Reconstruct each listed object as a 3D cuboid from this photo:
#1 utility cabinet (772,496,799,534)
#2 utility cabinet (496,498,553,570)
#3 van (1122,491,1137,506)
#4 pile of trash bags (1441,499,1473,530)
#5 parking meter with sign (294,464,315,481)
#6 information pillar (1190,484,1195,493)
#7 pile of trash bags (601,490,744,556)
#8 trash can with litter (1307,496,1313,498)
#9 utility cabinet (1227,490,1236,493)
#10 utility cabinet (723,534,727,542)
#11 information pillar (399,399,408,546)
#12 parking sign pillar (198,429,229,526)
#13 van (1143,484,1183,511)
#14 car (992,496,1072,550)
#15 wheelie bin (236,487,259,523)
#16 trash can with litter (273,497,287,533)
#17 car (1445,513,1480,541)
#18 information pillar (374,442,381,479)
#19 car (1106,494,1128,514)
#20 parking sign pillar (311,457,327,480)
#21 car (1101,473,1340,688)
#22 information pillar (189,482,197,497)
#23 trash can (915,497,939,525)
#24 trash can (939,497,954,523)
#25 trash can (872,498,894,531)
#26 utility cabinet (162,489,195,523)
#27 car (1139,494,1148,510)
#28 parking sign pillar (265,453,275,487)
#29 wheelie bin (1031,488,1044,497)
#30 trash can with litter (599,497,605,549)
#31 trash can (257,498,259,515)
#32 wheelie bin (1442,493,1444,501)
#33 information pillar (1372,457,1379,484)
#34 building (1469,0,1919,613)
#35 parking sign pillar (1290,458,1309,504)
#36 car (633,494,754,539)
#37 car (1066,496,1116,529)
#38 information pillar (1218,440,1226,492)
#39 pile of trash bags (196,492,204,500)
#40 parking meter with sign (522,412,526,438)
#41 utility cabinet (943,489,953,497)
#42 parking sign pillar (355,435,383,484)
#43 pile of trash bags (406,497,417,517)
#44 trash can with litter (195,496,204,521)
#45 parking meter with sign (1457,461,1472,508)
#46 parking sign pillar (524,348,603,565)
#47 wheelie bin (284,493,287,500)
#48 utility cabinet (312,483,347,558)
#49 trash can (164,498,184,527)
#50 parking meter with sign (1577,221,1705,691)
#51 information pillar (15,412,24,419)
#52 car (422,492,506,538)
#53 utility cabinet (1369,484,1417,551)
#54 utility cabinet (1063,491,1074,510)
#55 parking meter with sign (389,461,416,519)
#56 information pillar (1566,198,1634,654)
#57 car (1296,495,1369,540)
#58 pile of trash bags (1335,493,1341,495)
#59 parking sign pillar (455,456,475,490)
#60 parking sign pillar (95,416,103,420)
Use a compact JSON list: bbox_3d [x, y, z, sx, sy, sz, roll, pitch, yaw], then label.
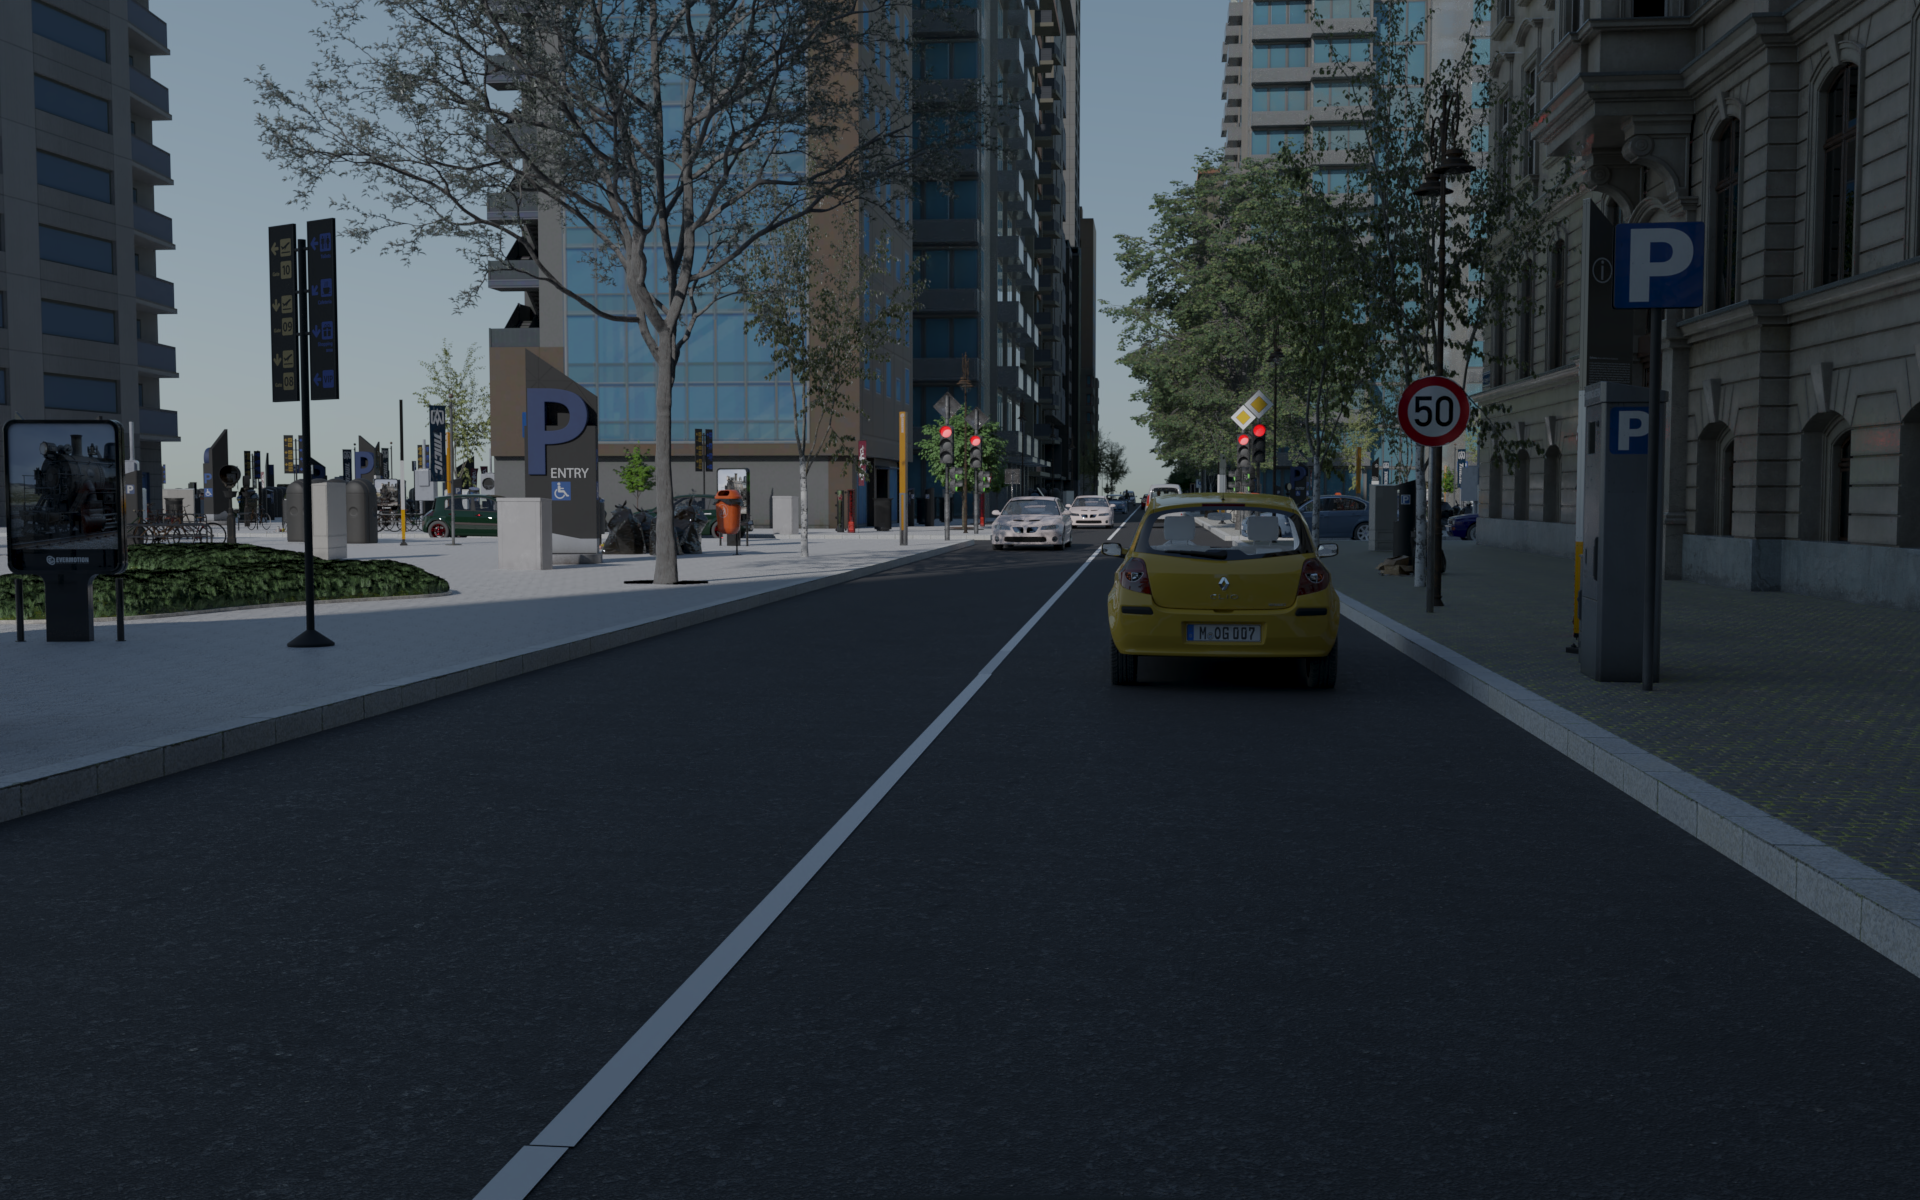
[{"bbox_3d":[-5.595,-2.720,55.637,0.306,1.237,1.020,-3,5,-43],"label":"utility cabinet"},{"bbox_3d":[-7.414,-1.123,29.530,1.020,1.237,0.306,2,4,31],"label":"utility cabinet"},{"bbox_3d":[19.903,-12.079,204.510,2.013,2.044,4.112,0,4,4],"label":"van"},{"bbox_3d":[17.350,-3.181,61.758,1.912,1.369,3.447,-2,4,-34],"label":"pile of trash bags"},{"bbox_3d":[-38.314,-6.407,101.015,1.738,3.016,0.543,3,4,36],"label":"parking meter with sign"},{"bbox_3d":[16.297,-7.144,121.289,0.304,2.012,0.304,1,4,11],"label":"information pillar"},{"bbox_3d":[-5.993,-1.653,36.787,3.447,1.369,1.912,2,4,32],"label":"pile of trash bags"},{"bbox_3d":[17.890,-4.687,88.024,0.624,1.170,1.055,2,4,25],"label":"trash can with litter"},{"bbox_3d":[14.268,-4.898,88.762,1.173,1.500,0.318,2,4,34],"label":"utility cabinet"},{"bbox_3d":[-6.289,-2.184,46.867,0.306,1.237,1.020,0,4,-8],"label":"utility cabinet"},{"bbox_3d":[-13.887,-3.166,43.120,0.183,3.616,0.504,-1,4,-19],"label":"information pillar"},{"bbox_3d":[-30.554,-5.056,71.134,1.447,3.967,1.447,0,4,5],"label":"parking sign pillar"},{"bbox_3d":[8.782,-4.091,73.907,2.013,2.044,4.112,1,4,8],"label":"van"},{"bbox_3d":[1.940,-2.039,45.698,2.083,1.381,4.827,0,4,8],"label":"car"},{"bbox_3d":[-31.827,-4.257,77.503,0.693,1.594,0.980,3,4,38],"label":"wheelie bin"},{"bbox_3d":[-22.210,-2.905,58.553,2.233,1.210,1.678,-1,4,-15],"label":"trash can with litter"},{"bbox_3d":[15.964,-2.267,49.640,3.894,1.354,1.945,1,4,8],"label":"car"},{"bbox_3d":[-25.916,-5.242,77.067,0.183,3.616,0.504,0,4,5],"label":"information pillar"},{"bbox_3d":[11.196,-6.943,125.526,2.014,1.417,4.499,0,4,8],"label":"car"},{"bbox_3d":[-42.878,-7.767,115.456,1.447,3.967,1.447,-3,5,-39],"label":"parking sign pillar"},{"bbox_3d":[2.148,-0.251,14.320,2.015,1.641,3.980,0,4,8],"label":"car"},{"bbox_3d":[-46.594,-6.165,105.290,0.304,2.012,0.304,1,4,17],"label":"information pillar"},{"bbox_3d":[-1.526,-3.749,72.951,0.748,1.137,0.748,0,3,0],"label":"trash can"},{"bbox_3d":[-0.634,-4.072,78.228,0.748,1.137,0.748,0,3,0],"label":"trash can"},{"bbox_3d":[-2.667,-2.956,59.989,0.748,1.137,0.748,0,3,0],"label":"trash can"},{"bbox_3d":[-32.281,-3.847,71.578,1.173,1.500,0.318,-1,4,-15],"label":"utility cabinet"},{"bbox_3d":[17.635,-9.225,159.873,2.155,1.783,4.494,0,4,7],"label":"car"},{"bbox_3d":[-45.273,-7.652,113.575,1.447,3.967,1.447,-2,4,-26],"label":"parking sign pillar"},{"bbox_3d":[4.004,-4.982,89.370,0.693,1.594,0.980,0,4,8],"label":"wheelie bin"},{"bbox_3d":[-8.384,-1.828,40.938,1.678,1.210,2.233,0,4,-7],"label":"trash can with litter"},{"bbox_3d":[-42.080,-5.638,103.829,0.748,1.137,0.748,0,3,0],"label":"trash can"},{"bbox_3d":[28.467,-5.850,103.555,0.980,1.594,0.693,-2,4,-32],"label":"wheelie bin"},{"bbox_3d":[26.145,-7.193,108.961,0.504,3.616,0.183,3,5,43],"label":"information pillar"},{"bbox_3d":[16.415,-12.656,26.005,14.460,24.649,34.723,0,4,6],"label":"building"},{"bbox_3d":[23.717,-8.107,121.018,1.447,3.967,1.447,3,5,39],"label":"parking sign pillar"},{"bbox_3d":[-8.483,-2.677,53.550,4.222,1.686,2.009,0,4,8],"label":"car"},{"bbox_3d":[5.521,-3.705,72.931,2.083,1.381,4.827,0,4,7],"label":"car"},{"bbox_3d":[11.252,-5.084,74.486,0.183,3.616,0.504,3,5,40],"label":"information pillar"},{"bbox_3d":[-42.820,-5.288,96.213,3.447,1.369,1.912,2,4,30],"label":"pile of trash bags"},{"bbox_3d":[-8.847,-2.437,36.098,0.543,3.016,1.738,-1,4,-13],"label":"parking meter with sign"},{"bbox_3d":[-0.559,-4.357,79.919,0.318,1.500,1.173,0,4,8],"label":"utility cabinet"},{"bbox_3d":[-26.968,-5.540,79.059,1.447,3.967,1.447,2,4,23],"label":"parking sign pillar"},{"bbox_3d":[-31.526,-5.224,95.166,3.447,1.369,1.912,1,4,16],"label":"pile of trash bags"},{"bbox_3d":[-34.691,-4.169,79.221,2.233,1.210,1.678,1,4,9],"label":"trash can with litter"},{"bbox_3d":[26.975,-5.885,92.486,0.543,3.016,1.738,2,4,27],"label":"parking meter with sign"},{"bbox_3d":[-7.372,-2.666,32.060,1.447,3.967,1.447,0,4,-5],"label":"parking sign pillar"},{"bbox_3d":[-28.096,-3.992,73.175,0.980,1.594,0.693,1,4,22],"label":"wheelie bin"},{"bbox_3d":[-12.245,-1.525,33.605,0.318,1.500,1.173,0,4,-3],"label":"utility cabinet"},{"bbox_3d":[-29.793,-3.304,65.678,0.748,1.137,0.748,0,3,0],"label":"trash can"},{"bbox_3d":[4.635,-0.965,12.033,0.543,3.016,1.738,1,4,10],"label":"parking meter with sign"},{"bbox_3d":[-26.685,-3.551,49.407,0.504,3.616,0.183,1,4,16],"label":"information pillar"},{"bbox_3d":[-14.145,-2.607,52.415,4.222,1.686,2.009,0,4,5],"label":"car"},{"bbox_3d":[9.802,-1.851,38.942,1.173,1.500,0.318,-1,4,-15],"label":"utility cabinet"},{"bbox_3d":[7.621,-6.935,122.062,0.318,1.500,1.173,2,4,30],"label":"utility cabinet"},{"bbox_3d":[-29.443,-5.785,90.849,1.738,3.016,0.543,0,4,-2],"label":"parking meter with sign"},{"bbox_3d":[5.168,-1.380,13.913,0.504,3.616,0.183,-1,4,-22],"label":"information pillar"},{"bbox_3d":[10.514,-2.369,50.741,4.499,1.417,2.014,0,4,7],"label":"car"},{"bbox_3d":[26.478,-6.701,119.315,1.912,1.369,3.447,0,4,-7],"label":"pile of trash bags"},{"bbox_3d":[-34.605,-8.117,121.184,1.447,3.967,1.447,-1,4,-8],"label":"parking sign pillar"},{"bbox_3d":[-30.183,-4.389,60.231,1.447,3.967,1.447,1,4,22],"label":"parking sign pillar"}]
